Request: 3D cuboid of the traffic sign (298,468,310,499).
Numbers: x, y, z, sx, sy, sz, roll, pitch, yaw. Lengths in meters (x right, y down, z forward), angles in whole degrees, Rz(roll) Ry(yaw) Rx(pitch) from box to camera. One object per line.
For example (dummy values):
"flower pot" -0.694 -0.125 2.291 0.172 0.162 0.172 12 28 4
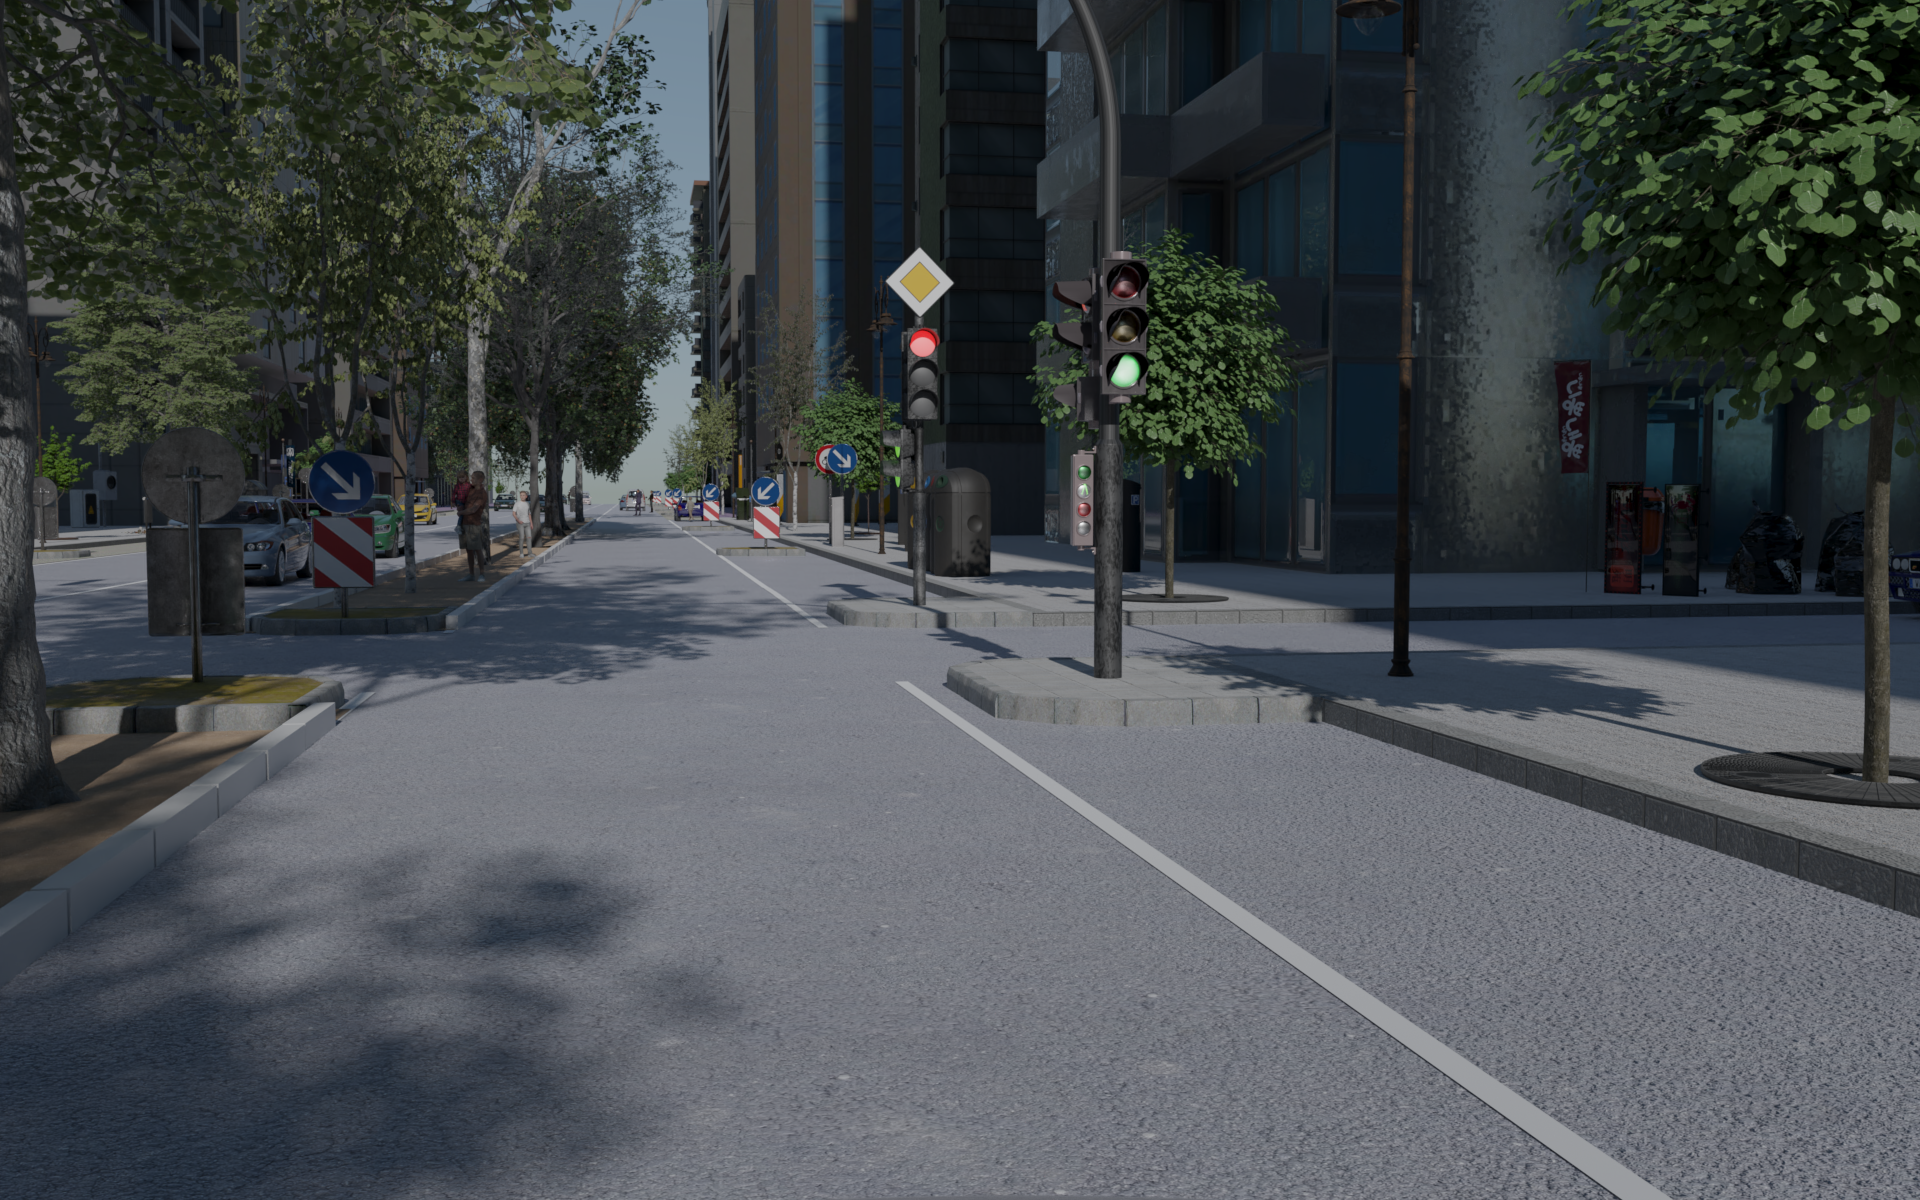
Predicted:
"traffic sign" -31.492 -5.102 83.521 0.768 2.556 0.104 -1 4 -10

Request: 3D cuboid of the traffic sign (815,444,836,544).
"traffic sign" -3.318 -2.705 44.331 0.768 2.556 0.104 0 4 -2

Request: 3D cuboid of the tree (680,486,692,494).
"tree" -31.567 -12.590 200.454 1.663 3.219 1.824 0 3 0

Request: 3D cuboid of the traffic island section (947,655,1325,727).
"traffic island section" 1.045 0.620 12.141 2.009 0.180 2.903 -1 4 -11

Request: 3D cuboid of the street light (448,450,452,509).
"street light" -43.609 -10.739 148.370 0.468 5.910 1.993 -1 4 -11

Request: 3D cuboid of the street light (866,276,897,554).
"street light" -1.667 -3.917 36.825 0.468 5.910 1.993 -1 4 -11

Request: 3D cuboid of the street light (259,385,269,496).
"street light" -29.364 -6.143 73.228 0.468 5.910 1.993 -1 4 -11

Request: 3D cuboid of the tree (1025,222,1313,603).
"tree" 2.614 -2.273 20.877 4.285 4.588 4.351 0 3 0

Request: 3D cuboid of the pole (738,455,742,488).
"pole" -11.459 -5.903 90.354 0.158 3.312 0.155 0 3 0

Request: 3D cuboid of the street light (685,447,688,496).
"street light" -26.662 -11.997 168.945 0.468 5.910 1.993 -1 4 -11

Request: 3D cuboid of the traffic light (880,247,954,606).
"traffic light" -0.486 -1.893 19.865 0.839 4.253 0.868 -1 4 -11

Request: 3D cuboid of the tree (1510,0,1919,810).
"tree" 4.162 -1.460 7.587 4.285 4.588 4.351 0 3 0

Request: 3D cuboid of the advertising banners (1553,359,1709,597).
"advertising banners" 8.542 -1.589 22.172 0.090 3.025 2.074 -3 5 -43

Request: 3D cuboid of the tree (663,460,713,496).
"tree" -24.210 -10.743 159.355 4.285 4.588 4.351 0 3 0

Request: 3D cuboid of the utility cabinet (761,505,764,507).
"utility cabinet" -10.420 -5.081 94.242 0.306 1.237 1.020 3 5 44

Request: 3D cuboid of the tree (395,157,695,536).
"tree" -13.813 -8.489 58.264 9.611 12.733 9.660 0 3 0

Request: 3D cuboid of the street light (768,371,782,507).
"street light" -6.909 -5.635 64.925 0.468 5.910 1.993 -1 4 -11

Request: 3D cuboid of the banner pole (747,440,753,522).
"banner pole" -9.675 -5.536 80.528 0.401 3.779 0.863 0 4 -1

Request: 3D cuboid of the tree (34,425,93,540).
"tree" -25.402 -3.302 48.587 1.663 3.219 1.824 0 3 0

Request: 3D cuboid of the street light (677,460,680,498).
"street light" -31.449 -13.518 193.799 0.468 5.910 1.993 -1 4 -11

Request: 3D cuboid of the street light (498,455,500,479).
"street light" -53.910 -14.047 202.455 0.468 5.910 1.993 -1 4 -11

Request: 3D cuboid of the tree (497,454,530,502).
"tree" -61.423 -17.768 240.874 4.360 8.622 3.978 0 3 0

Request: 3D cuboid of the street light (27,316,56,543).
"street light" -23.998 -4.426 45.152 0.468 5.910 1.993 -1 4 -11

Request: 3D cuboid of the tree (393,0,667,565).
"tree" -8.298 -10.719 33.609 12.611 20.169 13.585 0 3 0

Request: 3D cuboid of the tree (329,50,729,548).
"tree" -11.351 -8.135 45.842 12.009 13.543 11.850 0 3 0

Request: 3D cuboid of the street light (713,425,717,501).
"street light" -15.889 -8.527 112.208 0.468 5.910 1.993 -1 4 -11

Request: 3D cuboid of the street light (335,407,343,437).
"street light" -32.897 -7.284 91.887 0.468 5.910 1.993 -1 4 -11

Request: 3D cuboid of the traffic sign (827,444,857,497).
"traffic sign" -2.982 -2.678 43.883 0.768 2.556 0.104 0 4 -2

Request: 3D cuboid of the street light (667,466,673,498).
"street light" -42.112 -16.953 249.966 0.468 5.910 1.993 -1 4 -11

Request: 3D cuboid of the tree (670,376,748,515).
"tree" -14.859 -9.563 106.716 4.737 8.622 4.395 0 3 0

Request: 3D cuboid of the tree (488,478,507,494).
"tree" -55.666 -13.127 209.219 1.663 3.219 1.824 0 3 0

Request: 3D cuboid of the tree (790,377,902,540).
"tree" -3.100 -3.966 48.556 4.285 4.588 4.351 0 3 0

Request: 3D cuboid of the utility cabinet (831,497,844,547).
"utility cabinet" -3.010 -1.925 42.636 0.306 1.237 1.020 0 4 -3

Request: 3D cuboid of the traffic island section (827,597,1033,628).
"traffic island section" -0.445 0.140 19.986 2.009 0.180 2.903 -1 4 -11

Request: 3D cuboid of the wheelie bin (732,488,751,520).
"wheelie bin" -10.773 -4.740 85.402 0.980 1.594 0.693 -1 4 -17

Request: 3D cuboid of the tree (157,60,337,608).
"tree" -7.101 -4.084 19.585 4.737 8.622 4.395 0 3 0

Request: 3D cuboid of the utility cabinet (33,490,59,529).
"utility cabinet" -33.566 -3.334 63.194 1.173 1.500 0.318 0 4 2

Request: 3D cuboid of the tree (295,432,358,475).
"tree" -32.131 -6.413 88.572 4.285 4.588 4.351 0 3 0

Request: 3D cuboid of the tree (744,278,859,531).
"tree" -5.634 -6.714 60.130 4.360 8.622 3.978 0 3 0

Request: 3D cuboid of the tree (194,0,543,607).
"tree" -7.993 -4.409 24.903 4.737 8.622 4.395 0 3 0

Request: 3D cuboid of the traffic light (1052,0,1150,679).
"traffic light" -1.035 -2.252 11.491 4.771 5.953 1.251 -1 4 -11

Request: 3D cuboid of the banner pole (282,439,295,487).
"banner pole" -30.299 -5.387 78.099 0.863 3.779 0.401 1 4 20

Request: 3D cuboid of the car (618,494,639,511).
"car" -28.908 -8.539 151.621 2.014 1.417 4.499 -1 4 -10

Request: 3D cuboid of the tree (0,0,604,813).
"tree" -4.179 -5.295 7.158 7.486 12.596 7.792 0 3 0

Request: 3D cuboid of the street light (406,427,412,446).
"street light" -38.230 -9.008 120.071 0.468 5.910 1.993 -1 4 -11

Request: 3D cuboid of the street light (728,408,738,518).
"street light" -12.183 -7.354 93.019 0.468 5.910 1.993 -1 4 -11

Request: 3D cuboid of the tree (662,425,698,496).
"tree" -28.907 -14.091 180.752 4.360 8.622 3.978 0 3 0

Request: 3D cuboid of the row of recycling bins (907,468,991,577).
"row of recycling bins" -0.170 -1.302 28.406 1.069 1.692 3.534 -1 4 -10

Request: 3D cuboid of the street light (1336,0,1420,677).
"street light" 3.111 -2.401 12.049 0.468 5.910 1.993 -1 4 -11

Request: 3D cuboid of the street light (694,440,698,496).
"street light" -21.340 -10.267 140.645 0.468 5.910 1.993 -1 4 -11

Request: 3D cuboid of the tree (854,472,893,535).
"tree" -2.868 -3.692 54.964 1.663 3.219 1.824 0 3 0
